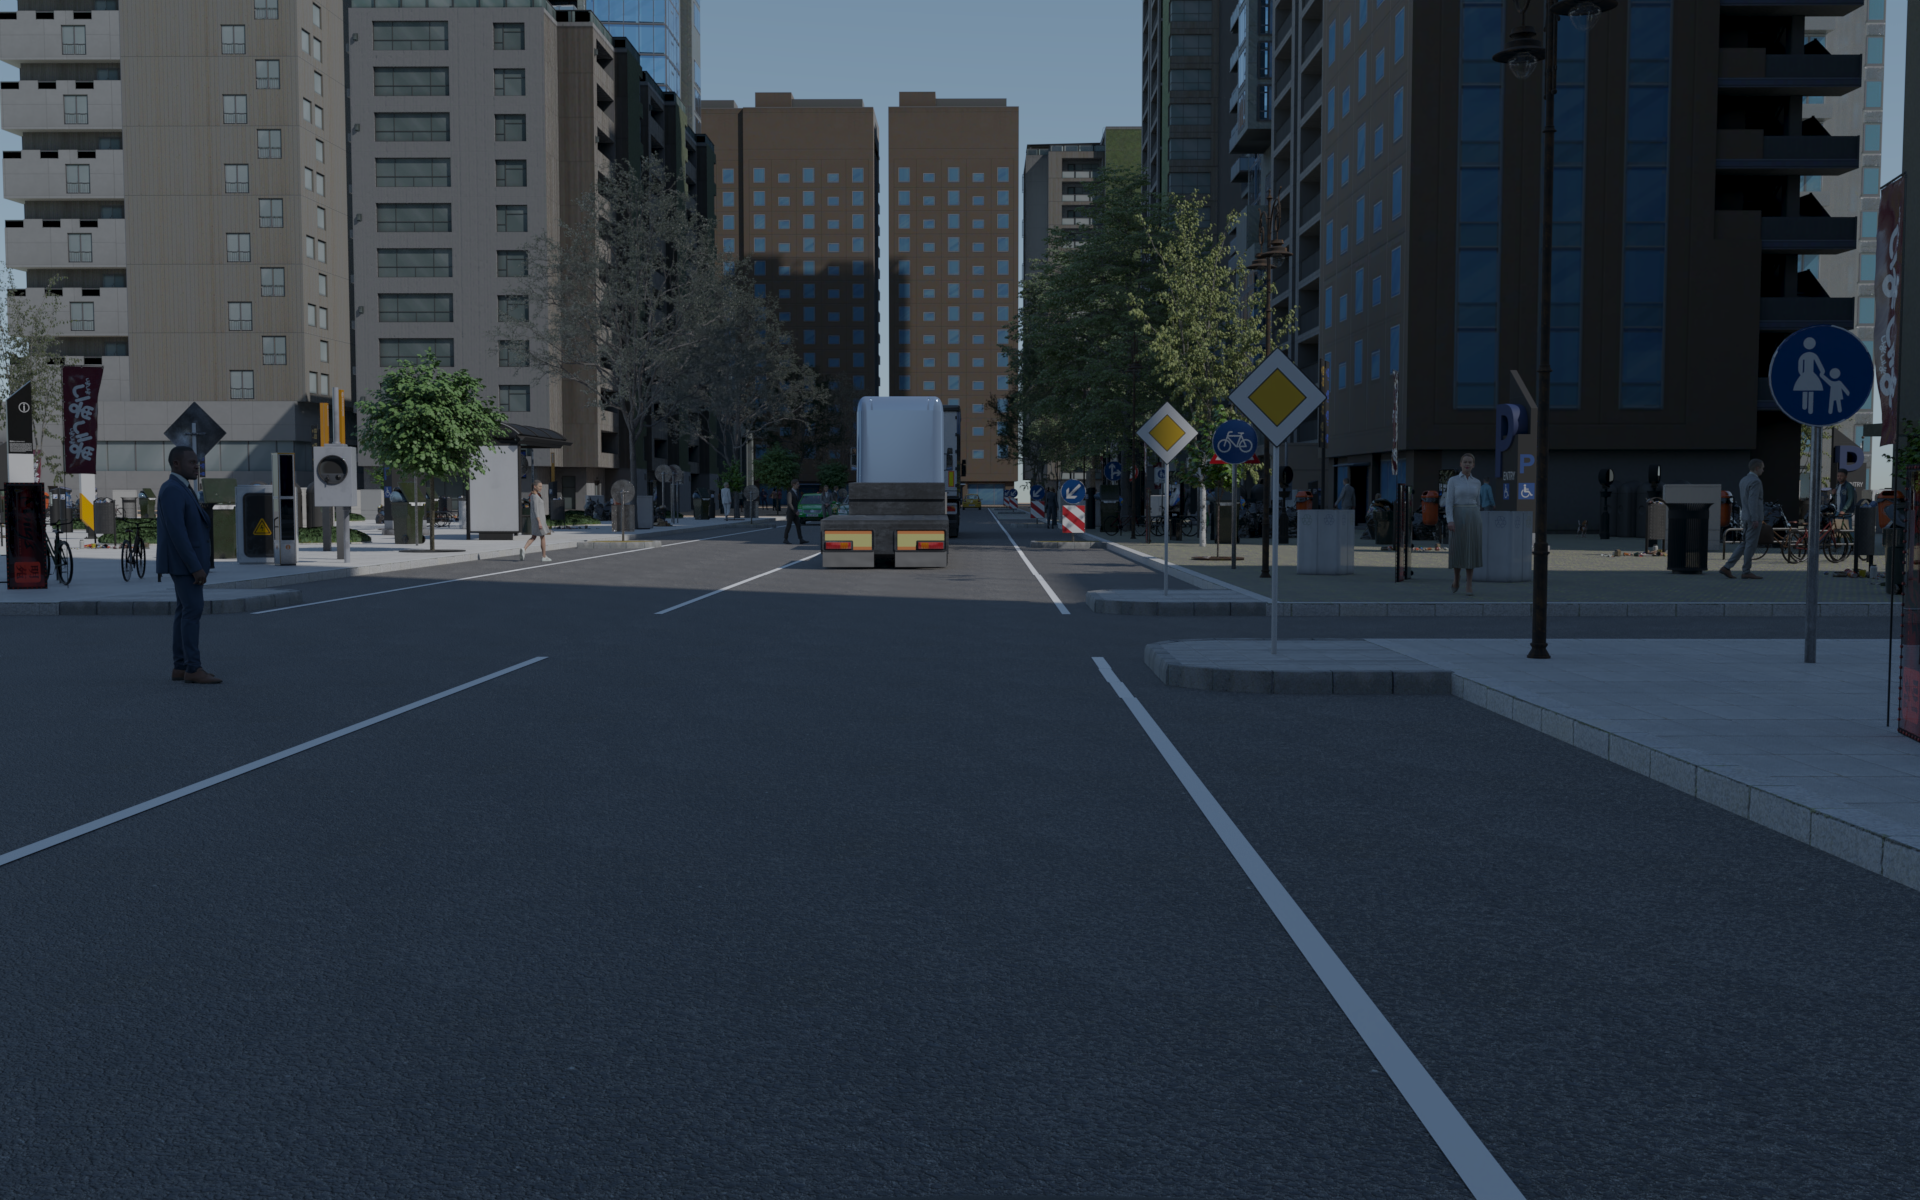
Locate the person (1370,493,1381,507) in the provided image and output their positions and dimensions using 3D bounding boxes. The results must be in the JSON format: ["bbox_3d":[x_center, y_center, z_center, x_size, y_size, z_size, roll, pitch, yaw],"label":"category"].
[{"bbox_3d":[12.979,-2.672,54.004,0.425,1.301,0.394,2,4,34],"label":"person"}]

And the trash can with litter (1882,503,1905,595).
[{"bbox_3d":[12.152,-0.644,21.917,0.624,1.170,1.055,0,4,1],"label":"trash can with litter"}]

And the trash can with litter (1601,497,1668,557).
[{"bbox_3d":[14.062,-1.520,35.912,2.233,1.210,1.678,-2,4,-27],"label":"trash can with litter"}]

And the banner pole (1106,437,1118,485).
[{"bbox_3d":[6.029,-4.832,69.025,0.863,3.779,0.401,-3,5,-41],"label":"banner pole"}]

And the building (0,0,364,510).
[{"bbox_3d":[-64.901,-34.317,150.318,27.495,52.752,28.713,0,4,1],"label":"building"}]

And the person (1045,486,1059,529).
[{"bbox_3d":[3.795,-3.825,71.454,0.576,1.772,0.534,0,4,2],"label":"person"}]

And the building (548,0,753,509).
[{"bbox_3d":[-35.309,-51.312,151.624,31.000,86.520,22.319,0,4,1],"label":"building"}]

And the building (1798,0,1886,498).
[{"bbox_3d":[62.137,-32.489,150.799,30.456,49.044,23.786,0,4,1],"label":"building"}]

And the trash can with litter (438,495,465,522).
[{"bbox_3d":[-24.050,-4.180,79.396,1.678,1.210,2.233,1,4,23],"label":"trash can with litter"}]

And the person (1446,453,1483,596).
[{"bbox_3d":[6.415,-0.968,22.089,0.478,1.798,0.641,1,4,9],"label":"person"}]

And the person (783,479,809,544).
[{"bbox_3d":[-4.681,-2.509,49.299,0.755,1.850,0.659,1,4,17],"label":"person"}]

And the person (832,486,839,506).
[{"bbox_3d":[-6.481,-5.010,90.193,0.755,1.850,0.659,-1,4,-17],"label":"person"}]

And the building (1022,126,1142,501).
[{"bbox_3d":[14.167,-31.331,195.853,14.086,41.232,14.154,0,4,1],"label":"building"}]

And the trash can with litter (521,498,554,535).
[{"bbox_3d":[-13.327,-2.630,54.393,1.055,1.170,0.624,-2,4,-28],"label":"trash can with litter"}]

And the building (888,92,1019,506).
[{"bbox_3d":[-0.632,-33.399,196.184,14.200,45.320,14.600,0,4,1],"label":"building"}]

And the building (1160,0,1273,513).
[{"bbox_3d":[26.020,-48.882,111.897,22.319,86.520,31.000,0,4,1],"label":"building"}]

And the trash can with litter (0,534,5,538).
[{"bbox_3d":[-28.423,-2.375,49.896,1.678,1.210,2.233,1,4,21],"label":"trash can with litter"}]

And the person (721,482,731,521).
[{"bbox_3d":[-11.057,-4.647,81.905,0.514,1.842,0.818,0,4,4],"label":"person"}]

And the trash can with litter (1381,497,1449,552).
[{"bbox_3d":[10.435,-1.732,39.372,2.233,1.210,1.678,-2,4,-29],"label":"trash can with litter"}]

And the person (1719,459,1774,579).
[{"bbox_3d":[11.957,-1.222,26.152,0.853,1.813,0.709,0,4,1],"label":"person"}]

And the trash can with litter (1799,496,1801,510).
[{"bbox_3d":[45.246,-5.066,94.210,1.055,1.170,0.624,1,4,20],"label":"trash can with litter"}]

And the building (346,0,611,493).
[{"bbox_3d":[-27.355,-20.356,104.525,14.160,30.474,14.107,0,4,1],"label":"building"}]

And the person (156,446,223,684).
[{"bbox_3d":[-5.933,-0.280,13.266,0.419,1.800,0.721,-2,4,-29],"label":"person"}]

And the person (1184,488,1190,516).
[{"bbox_3d":[9.777,-4.143,74.056,0.520,1.790,0.573,-2,4,-30],"label":"person"}]

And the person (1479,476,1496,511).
[{"bbox_3d":[16.241,-2.922,53.680,0.748,1.841,0.638,0,4,-6],"label":"person"}]

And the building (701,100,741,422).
[{"bbox_3d":[-30.645,-33.449,197.002,14.200,45.320,14.600,0,4,1],"label":"building"}]

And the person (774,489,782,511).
[{"bbox_3d":[-13.603,-7.514,129.611,0.721,1.743,1.217,1,4,17],"label":"person"}]

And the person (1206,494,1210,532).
[{"bbox_3d":[8.241,-2.925,58.117,0.306,1.304,0.590,1,4,15],"label":"person"}]

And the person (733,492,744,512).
[{"bbox_3d":[-15.701,-7.162,123.928,1.217,1.735,0.721,-2,4,-29],"label":"person"}]

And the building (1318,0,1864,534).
[{"bbox_3d":[21.061,-25.100,60.502,14.600,45.320,14.200,0,4,1],"label":"building"}]

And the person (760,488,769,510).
[{"bbox_3d":[-15.865,-8.207,140.674,0.683,1.767,0.568,-1,4,-21],"label":"person"}]

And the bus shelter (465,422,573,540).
[{"bbox_3d":[-12.917,-3.459,50.477,2.014,3.302,5.546,0,4,1],"label":"bus shelter"}]

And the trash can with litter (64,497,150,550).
[{"bbox_3d":[-19.794,-1.813,40.698,2.233,1.210,1.678,0,4,6],"label":"trash can with litter"}]

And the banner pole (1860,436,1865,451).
[{"bbox_3d":[38.712,-5.163,74.433,0.401,3.779,0.863,3,4,36],"label":"banner pole"}]

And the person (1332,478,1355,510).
[{"bbox_3d":[12.763,-3.127,57.294,0.709,1.813,0.853,-3,5,-43],"label":"person"}]

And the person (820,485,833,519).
[{"bbox_3d":[-5.314,-3.717,69.543,0.520,1.790,0.573,-2,4,-24],"label":"person"}]

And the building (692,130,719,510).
[{"bbox_3d":[-26.673,-22.098,133.004,14.160,30.474,14.107,0,4,1],"label":"building"}]

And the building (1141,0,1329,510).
[{"bbox_3d":[24.930,-43.667,152.210,20.563,71.187,20.611,0,4,1],"label":"building"}]

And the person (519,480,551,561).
[{"bbox_3d":[-9.003,-1.684,36.781,0.466,1.731,0.760,2,4,34],"label":"person"}]

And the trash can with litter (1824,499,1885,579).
[{"bbox_3d":[14.344,-0.970,26.914,2.233,1.210,1.678,-3,4,-38],"label":"trash can with litter"}]

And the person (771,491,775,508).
[{"bbox_3d":[-17.620,-9.689,164.550,0.705,1.812,1.348,-3,5,-40],"label":"person"}]

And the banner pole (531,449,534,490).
[{"bbox_3d":[-21.097,-5.842,85.537,0.401,3.779,0.863,-1,4,-21],"label":"banner pole"}]

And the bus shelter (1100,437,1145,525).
[{"bbox_3d":[6.758,-5.015,73.279,1.731,3.624,6.357,0,4,0],"label":"bus shelter"}]

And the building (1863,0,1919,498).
[{"bbox_3d":[36.771,-23.446,37.964,28.867,44.769,22.147,0,4,1],"label":"building"}]

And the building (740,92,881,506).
[{"bbox_3d":[-16.450,-33.417,196.471,14.200,45.320,14.600,0,4,1],"label":"building"}]

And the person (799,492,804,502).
[{"bbox_3d":[-10.974,-6.749,119.604,0.599,1.433,0.991,-1,4,-15],"label":"person"}]

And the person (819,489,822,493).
[{"bbox_3d":[-12.935,-9.372,159.995,1.217,1.743,0.721,-2,4,-34],"label":"person"}]

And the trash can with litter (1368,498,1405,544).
[{"bbox_3d":[10.948,-2.006,44.191,1.055,1.170,0.624,-3,4,-38],"label":"trash can with litter"}]

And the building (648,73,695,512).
[{"bbox_3d":[-26.760,-21.237,118.923,14.160,30.474,14.107,0,4,1],"label":"building"}]

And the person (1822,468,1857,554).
[{"bbox_3d":[18.697,-1.874,36.660,0.713,1.824,0.794,1,4,15],"label":"person"}]

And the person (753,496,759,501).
[{"bbox_3d":[-17.057,-8.443,144.533,0.568,1.767,0.683,0,4,-5],"label":"person"}]

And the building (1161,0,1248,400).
[{"bbox_3d":[22.634,-27.660,135.831,14.154,41.232,14.086,0,4,1],"label":"building"}]

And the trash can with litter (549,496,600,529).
[{"bbox_3d":[-14.324,-3.191,63.233,2.233,1.210,1.678,0,4,-1],"label":"trash can with litter"}]
